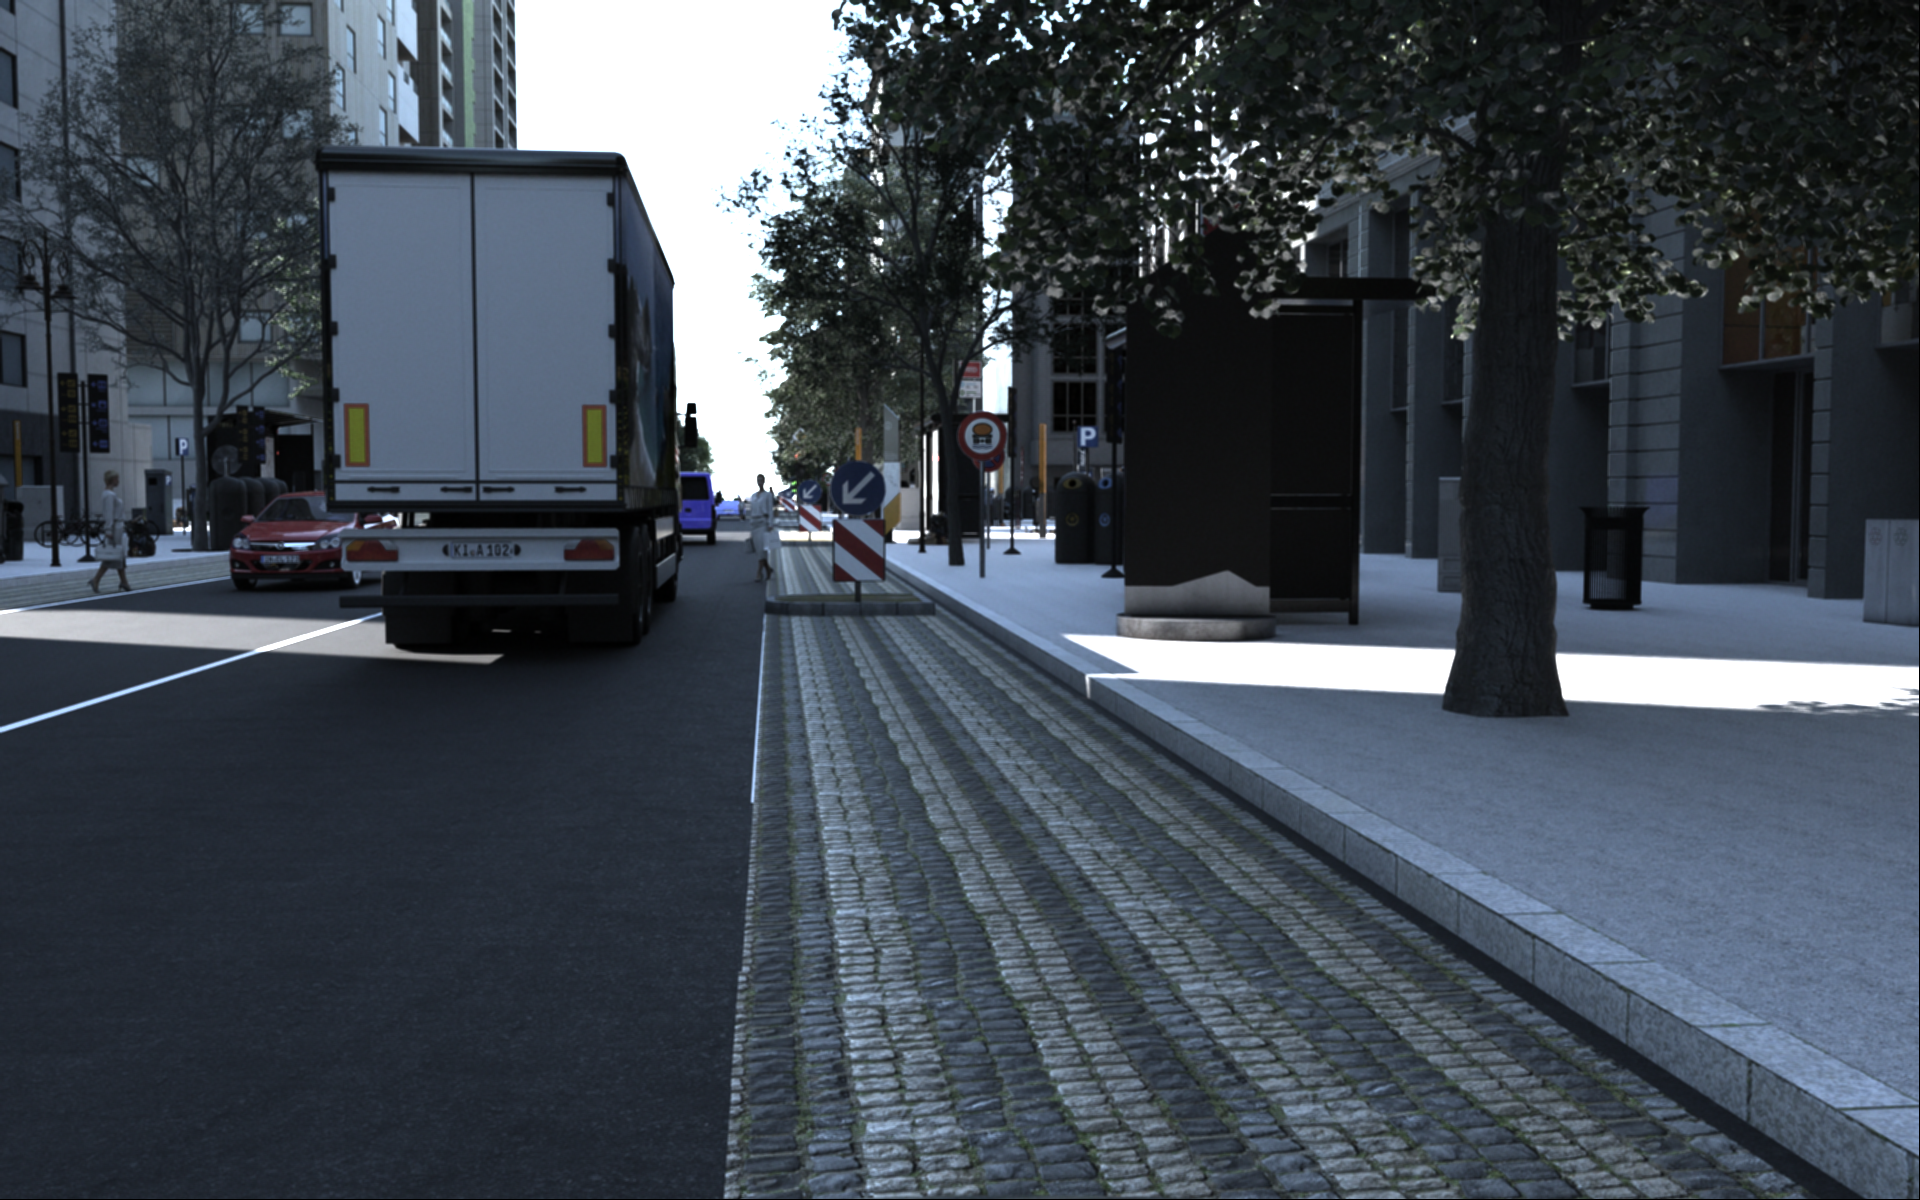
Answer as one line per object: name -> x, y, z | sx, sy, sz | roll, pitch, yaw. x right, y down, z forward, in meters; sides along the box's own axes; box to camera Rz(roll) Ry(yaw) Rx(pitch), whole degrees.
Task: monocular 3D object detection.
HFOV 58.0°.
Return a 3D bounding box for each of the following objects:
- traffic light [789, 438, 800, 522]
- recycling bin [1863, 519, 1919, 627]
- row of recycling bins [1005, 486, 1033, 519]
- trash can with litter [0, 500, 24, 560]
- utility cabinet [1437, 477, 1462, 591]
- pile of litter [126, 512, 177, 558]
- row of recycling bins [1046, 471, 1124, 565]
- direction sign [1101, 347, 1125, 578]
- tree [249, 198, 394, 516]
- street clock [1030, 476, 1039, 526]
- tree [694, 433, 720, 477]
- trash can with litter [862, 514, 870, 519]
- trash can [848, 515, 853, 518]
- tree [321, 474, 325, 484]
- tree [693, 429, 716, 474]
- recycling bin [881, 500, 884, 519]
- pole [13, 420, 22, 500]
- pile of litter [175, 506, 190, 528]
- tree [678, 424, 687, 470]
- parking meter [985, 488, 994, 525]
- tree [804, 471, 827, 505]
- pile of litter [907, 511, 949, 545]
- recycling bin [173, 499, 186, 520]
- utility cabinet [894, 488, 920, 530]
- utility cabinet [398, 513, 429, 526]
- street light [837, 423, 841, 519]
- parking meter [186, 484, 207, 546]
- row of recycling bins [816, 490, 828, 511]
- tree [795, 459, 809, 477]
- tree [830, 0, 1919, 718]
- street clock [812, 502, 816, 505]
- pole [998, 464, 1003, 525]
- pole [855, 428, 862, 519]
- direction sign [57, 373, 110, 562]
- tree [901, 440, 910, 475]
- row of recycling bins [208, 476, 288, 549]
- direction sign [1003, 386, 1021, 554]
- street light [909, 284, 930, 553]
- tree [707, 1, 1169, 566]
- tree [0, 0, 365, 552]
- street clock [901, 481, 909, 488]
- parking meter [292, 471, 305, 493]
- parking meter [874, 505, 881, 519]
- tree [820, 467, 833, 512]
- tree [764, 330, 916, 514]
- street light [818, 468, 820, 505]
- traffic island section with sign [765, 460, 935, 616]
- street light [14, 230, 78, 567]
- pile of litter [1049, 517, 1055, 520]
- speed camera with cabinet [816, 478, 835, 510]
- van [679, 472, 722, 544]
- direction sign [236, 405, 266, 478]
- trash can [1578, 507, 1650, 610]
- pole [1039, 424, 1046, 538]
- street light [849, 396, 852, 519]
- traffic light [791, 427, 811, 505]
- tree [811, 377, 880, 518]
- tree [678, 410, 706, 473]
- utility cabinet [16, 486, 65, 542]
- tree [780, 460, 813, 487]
traffic light -> -7.508, -5.593, 80.371 | 0.839, 4.253, 0.868 | 0, 4, -6
recycling bin -> 9.474, -0.278, 17.099 | 0.722, 1.027, 0.722 | -1, 4, -12
row of recycling bins -> 4.073, -4.972, 88.406 | 3.534, 1.692, 1.069 | 0, 4, -4
trash can with litter -> -18.470, -1.352, 33.486 | 0.624, 1.170, 1.055 | -3, 4, -37
utility cabinet -> 6.853, -0.852, 22.609 | 1.173, 1.500, 0.318 | 1, 4, 15
pile of litter -> -17.055, -1.307, 35.339 | 1.176, 0.858, 1.719 | 0, 4, 3
row of recycling bins -> 3.133, -1.476, 31.237 | 1.069, 1.692, 3.534 | -3, 5, -45
direction sign -> 2.366, -2.114, 26.567 | 0.379, 3.537, 0.876 | 1, 4, 19
tree -> -19.792, -8.166, 59.273 | 9.928, 11.665, 9.643 | 0, 3, 0
street clock -> 3.095, -4.043, 70.670 | 0.471, 2.002, 0.358 | -1, 4, -19
tree -> -47.261, -23.645, 312.345 | 9.928, 11.665, 9.643 | 0, 3, 0
trash can with litter -> -5.403, -5.050, 93.958 | 0.624, 1.170, 1.055 | 1, 4, 12
trash can -> -5.352, -4.631, 87.378 | 0.748, 1.137, 0.748 | 0, 3, 0
tree -> -31.157, -5.637, 86.762 | 1.663, 3.219, 1.824 | 0, 3, 0
tree -> -42.969, -22.005, 277.910 | 7.486, 12.596, 7.792 | 0, 3, 0
recycling bin -> -2.742, -3.486, 69.553 | 0.722, 1.027, 0.722 | -2, 4, -25
pole -> -26.091, -3.312, 47.991 | 0.158, 3.312, 0.155 | 0, 3, 0
pile of litter -> -29.888, -3.176, 65.891 | 1.176, 0.858, 1.719 | 0, 4, -6
tree -> -36.104, -17.104, 214.057 | 8.767, 10.594, 7.601 | 1, 4, 16
parking meter -> 1.243, -3.887, 71.956 | 0.372, 1.533, 0.369 | 0, 3, 0
tree -> -17.949, -13.721, 208.057 | 4.285, 4.588, 4.351 | 0, 3, 0
pile of litter -> -0.768, -1.839, 44.036 | 1.176, 0.858, 1.719 | 0, 4, -8
recycling bin -> -39.235, -4.556, 87.040 | 0.722, 1.027, 0.722 | -1, 4, -22
utility cabinet -> -1.819, -3.178, 60.633 | 0.318, 1.500, 1.173 | 3, 4, 38
utility cabinet -> -19.642, -3.279, 62.287 | 0.318, 1.500, 1.173 | 2, 4, 29
street light -> -6.027, -6.967, 86.690 | 0.468, 5.910, 1.993 | 0, 4, -6
parking meter -> -18.984, -2.127, 43.181 | 0.372, 1.533, 0.369 | 0, 3, 0
row of recycling bins -> -10.332, -7.524, 130.130 | 1.069, 1.692, 3.534 | 0, 4, -3
tree -> -21.680, -17.743, 240.463 | 4.360, 8.622, 3.978 | 0, 3, 0
tree -> 3.325, -6.314, 9.885 | 9.857, 13.997, 8.962 | 0, 3, 0
street clock -> -11.674, -8.124, 137.398 | 0.358, 2.002, 0.471 | 3, 5, 44
pole -> 1.710, -4.819, 72.629 | 0.158, 3.312, 0.155 | 0, 3, 0
pole -> -3.139, -3.653, 53.568 | 0.158, 3.312, 0.155 | 0, 3, 0
direction sign -> -16.494, -2.487, 32.664 | 0.876, 3.537, 0.379 | -3, 5, -44
tree -> -6.018, -11.443, 137.452 | 4.737, 8.622, 4.395 | 0, 3, 0
row of recycling bins -> -17.182, -2.136, 42.031 | 1.069, 1.692, 3.534 | 0, 4, -2
direction sign -> 1.113, -2.746, 36.898 | 0.379, 3.537, 0.876 | 1, 4, 12
street light -> -0.828, -3.978, 37.824 | 0.468, 5.910, 1.993 | 0, 4, -6
tree -> -0.123, -5.922, 31.237 | 8.767, 10.594, 7.601 | -1, 4, -14
tree -> -16.842, -7.830, 38.388 | 12.009, 13.543, 11.850 | 0, 3, 0
street clock -> -3.055, -5.488, 94.301 | 0.471, 2.002, 0.358 | 3, 5, 44
parking meter -> -17.117, -2.395, 44.871 | 0.255, 1.863, 0.399 | -2, 4, -30
parking meter -> -3.323, -3.868, 68.951 | 0.255, 1.863, 0.399 | -1, 4, -23
tree -> -9.460, -7.999, 125.385 | 1.663, 3.219, 1.824 | 0, 3, 0
tree -> -7.559, -11.755, 109.207 | 9.611, 12.733, 9.660 | 0, 3, 0
street light -> -9.837, -9.063, 120.970 | 0.468, 5.910, 1.993 | 0, 4, -6
traffic island section with sign -> -1.386, -0.766, 21.153 | 1.989, 1.847, 2.006 | 0, 4, -6
street light -> -16.044, -3.533, 30.553 | 0.468, 5.910, 1.993 | 0, 4, -6
pile of litter -> 4.955, -4.349, 85.073 | 1.176, 0.858, 1.719 | 0, 4, -5
speed camera with cabinet -> -10.913, -8.835, 138.784 | 2.038, 3.252, 0.660 | -2, 4, -24
van -> -8.104, -2.837, 50.774 | 2.240, 2.365, 5.245 | 0, 4, -8
direction sign -> -18.224, -3.217, 44.597 | 0.379, 3.537, 0.876 | 2, 4, 26
trash can -> 7.277, -0.468, 19.304 | 0.748, 1.137, 0.748 | 0, 3, 0
pole -> 2.405, -3.453, 50.299 | 0.158, 3.312, 0.155 | 0, 3, 0
street light -> -4.558, -6.075, 72.119 | 0.468, 5.910, 1.993 | 0, 4, -6
traffic light -> -6.650, -5.108, 72.432 | 0.839, 4.253, 0.868 | 0, 4, -6
tree -> -6.352, -8.785, 94.005 | 4.737, 8.622, 4.395 | 0, 3, 0
tree -> -38.467, -19.166, 230.378 | 9.611, 12.733, 9.660 | 0, 3, 0
utility cabinet -> -24.561, -2.297, 46.243 | 1.173, 1.500, 0.318 | 0, 4, 8
tree -> -24.735, -21.706, 273.023 | 7.486, 12.596, 7.792 | 0, 3, 0
